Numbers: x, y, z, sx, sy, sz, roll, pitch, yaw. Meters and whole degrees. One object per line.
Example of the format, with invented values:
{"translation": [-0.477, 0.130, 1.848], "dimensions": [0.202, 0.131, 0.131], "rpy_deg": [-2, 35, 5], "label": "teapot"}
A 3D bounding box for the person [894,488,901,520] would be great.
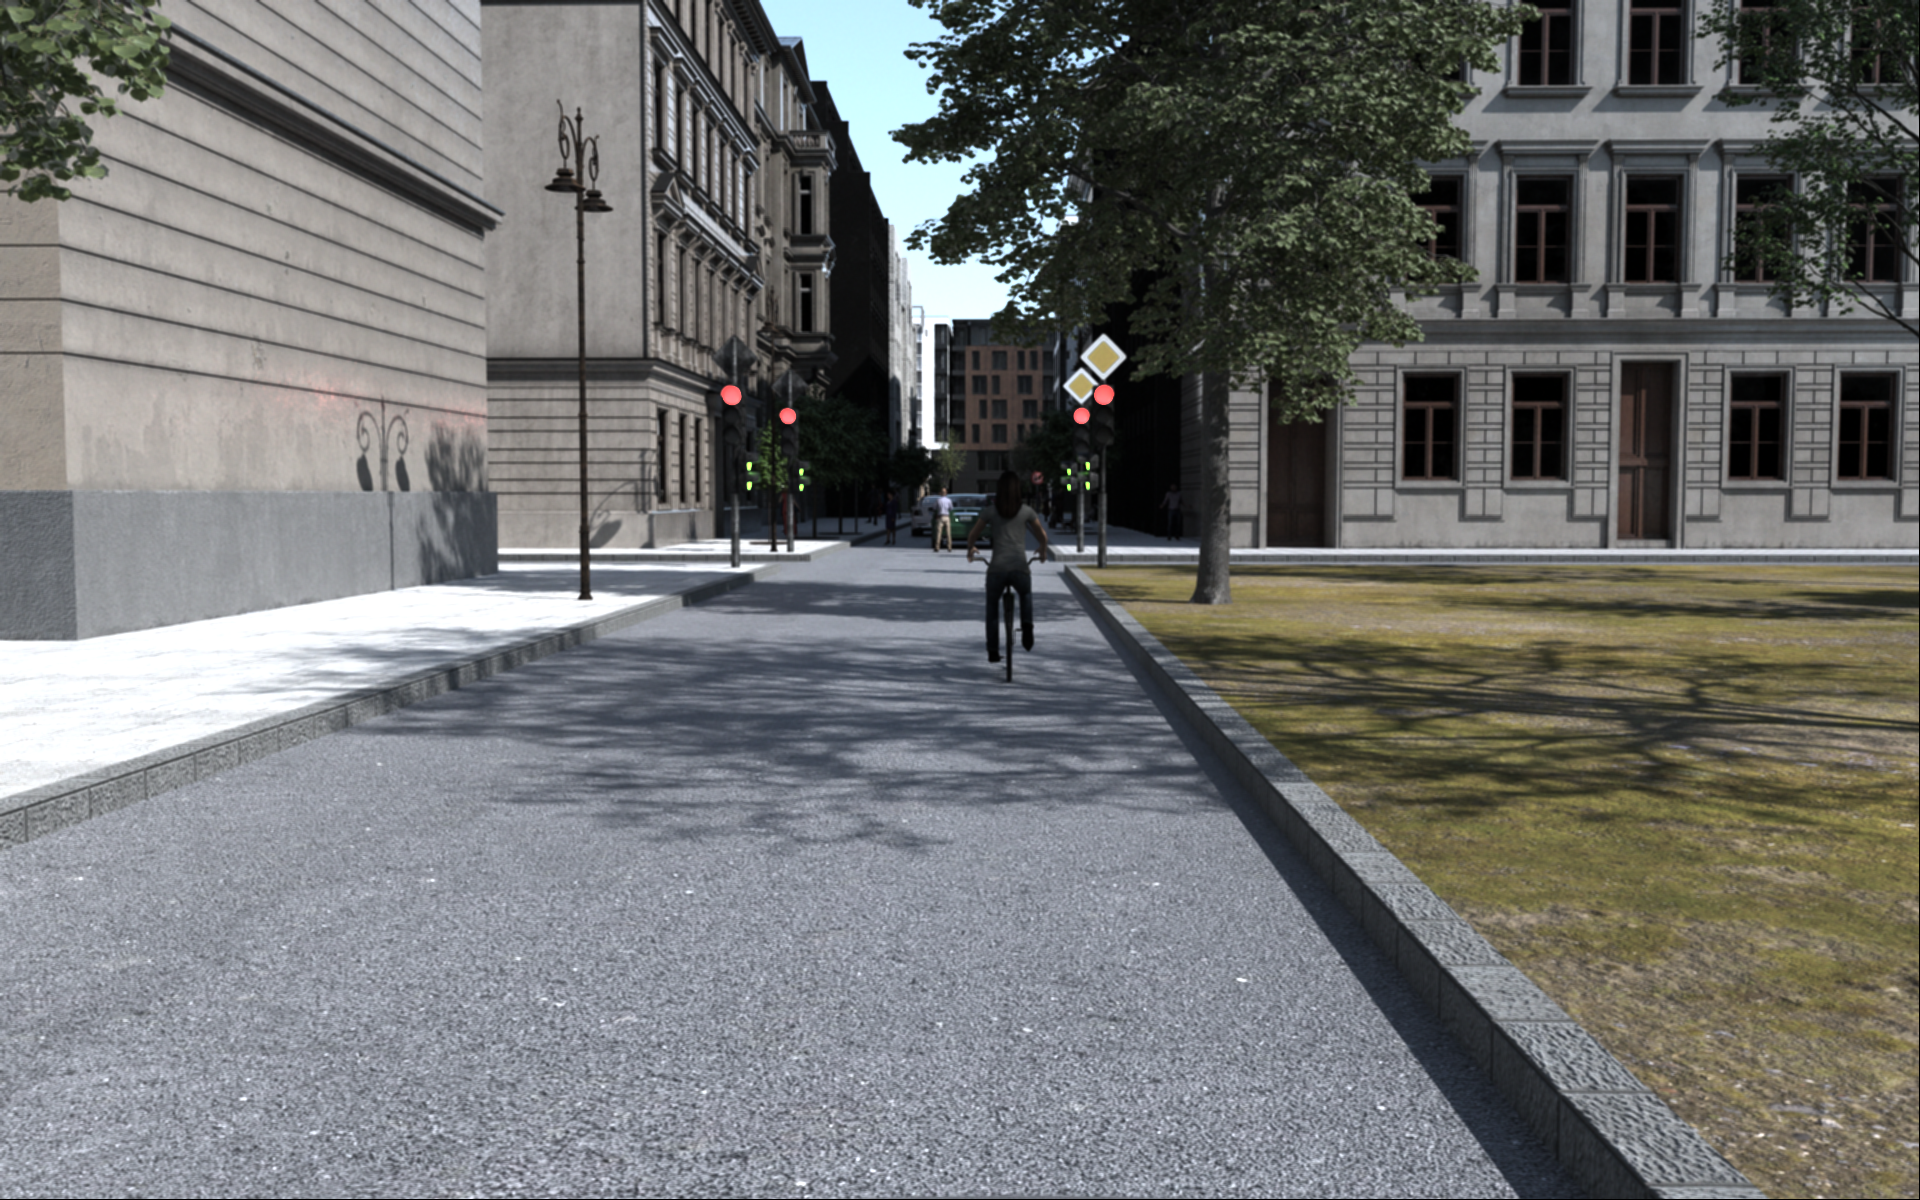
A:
{"translation": [-3.244, -4.854, 87.361], "dimensions": [0.435, 1.587, 0.963], "rpy_deg": [-3, 4, -37], "label": "person"}

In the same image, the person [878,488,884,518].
{"translation": [-4.222, -5.206, 92.857], "dimensions": [0.444, 1.614, 0.593], "rpy_deg": [2, 4, 28], "label": "person"}

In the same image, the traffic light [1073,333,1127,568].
{"translation": [2.455, -2.495, 30.040], "dimensions": [0.839, 4.213, 0.868], "rpy_deg": [0, 4, 1], "label": "traffic light"}

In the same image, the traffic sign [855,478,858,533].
{"translation": [-3.448, -3.510, 57.501], "dimensions": [0.768, 2.556, 0.104], "rpy_deg": [0, 4, 8], "label": "traffic sign"}

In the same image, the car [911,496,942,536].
{"translation": [-0.693, -2.926, 60.200], "dimensions": [2.083, 1.381, 4.827], "rpy_deg": [0, 4, 1], "label": "car"}

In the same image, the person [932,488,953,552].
{"translation": [-0.430, -1.986, 43.031], "dimensions": [0.516, 1.574, 0.319], "rpy_deg": [-1, 4, -9], "label": "person"}

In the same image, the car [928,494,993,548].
{"translation": [0.170, -2.160, 47.119], "dimensions": [2.131, 1.459, 4.920], "rpy_deg": [0, 4, 1], "label": "car"}

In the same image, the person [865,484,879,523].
{"translation": [-3.972, -4.354, 77.674], "dimensions": [0.568, 1.767, 0.683], "rpy_deg": [3, 4, 37], "label": "person"}

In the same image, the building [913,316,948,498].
{"translation": [-17.357, -22.579, 213.144], "dimensions": [32.646, 21.610, 27.936], "rpy_deg": [0, 4, 1], "label": "building"}

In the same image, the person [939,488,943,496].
{"translation": [-1.555, -8.740, 148.958], "dimensions": [0.705, 1.821, 1.348], "rpy_deg": [1, 4, 21], "label": "person"}

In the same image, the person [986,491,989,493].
{"translation": [2.716, -9.500, 164.547], "dimensions": [0.721, 1.743, 1.217], "rpy_deg": [1, 4, 23], "label": "person"}

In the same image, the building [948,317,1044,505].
{"translation": [15.566, -22.530, 212.337], "dimensions": [32.646, 21.610, 27.936], "rpy_deg": [0, 4, 1], "label": "building"}

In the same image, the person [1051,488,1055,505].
{"translation": [6.864, -7.289, 126.003], "dimensions": [0.721, 1.735, 1.217], "rpy_deg": [0, 4, -2], "label": "person"}

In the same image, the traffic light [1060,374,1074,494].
{"translation": [2.632, -2.983, 38.023], "dimensions": [0.839, 4.213, 0.868], "rpy_deg": [0, 4, 1], "label": "traffic light"}

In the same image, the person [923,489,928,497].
{"translation": [-3.004, -8.923, 151.559], "dimensions": [0.705, 1.869, 1.348], "rpy_deg": [1, 4, 13], "label": "person"}

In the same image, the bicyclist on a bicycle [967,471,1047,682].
{"translation": [0.381, -0.223, 13.670], "dimensions": [1.499, 1.676, 1.625], "rpy_deg": [0, 4, 2], "label": "bicyclist on a bicycle"}

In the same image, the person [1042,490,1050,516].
{"translation": [5.000, -5.600, 100.069], "dimensions": [0.387, 1.526, 0.523], "rpy_deg": [2, 4, 31], "label": "person"}

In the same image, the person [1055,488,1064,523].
{"translation": [4.397, -4.159, 76.317], "dimensions": [0.388, 1.546, 0.482], "rpy_deg": [-2, 4, -26], "label": "person"}

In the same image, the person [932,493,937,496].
{"translation": [-2.573, -10.010, 169.568], "dimensions": [0.599, 1.838, 0.709], "rpy_deg": [3, 4, 37], "label": "person"}

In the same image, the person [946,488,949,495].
{"translation": [-1.216, -9.359, 159.032], "dimensions": [0.705, 1.831, 1.348], "rpy_deg": [0, 4, 2], "label": "person"}

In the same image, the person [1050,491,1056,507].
{"translation": [5.880, -6.247, 110.880], "dimensions": [0.600, 1.496, 0.574], "rpy_deg": [0, 4, 4], "label": "person"}

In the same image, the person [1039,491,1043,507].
{"translation": [7.738, -10.007, 170.382], "dimensions": [0.721, 1.743, 1.217], "rpy_deg": [3, 5, 43], "label": "person"}

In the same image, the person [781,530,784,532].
{"translation": [-5.933, -3.109, 58.935], "dimensions": [0.319, 1.574, 0.516], "rpy_deg": [1, 4, 9], "label": "person"}

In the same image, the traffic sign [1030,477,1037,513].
{"translation": [4.384, -6.025, 98.614], "dimensions": [0.768, 2.556, 0.104], "rpy_deg": [0, 4, 7], "label": "traffic sign"}

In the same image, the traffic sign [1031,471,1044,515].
{"translation": [4.246, -5.773, 94.490], "dimensions": [0.768, 2.556, 0.104], "rpy_deg": [0, 4, 5], "label": "traffic sign"}

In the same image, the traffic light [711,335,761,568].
{"translation": [-3.906, -2.503, 30.165], "dimensions": [0.839, 4.213, 0.868], "rpy_deg": [0, 4, 1], "label": "traffic light"}

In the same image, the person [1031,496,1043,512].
{"translation": [5.660, -7.183, 126.714], "dimensions": [0.991, 1.433, 0.599], "rpy_deg": [0, 4, 1], "label": "person"}

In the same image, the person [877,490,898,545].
{"translation": [-2.026, -2.328, 48.927], "dimensions": [0.453, 1.535, 0.546], "rpy_deg": [2, 4, 26], "label": "person"}

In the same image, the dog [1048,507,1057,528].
{"translation": [3.564, -3.089, 64.888], "dimensions": [0.513, 0.831, 0.800], "rpy_deg": [2, 4, 30], "label": "dog"}

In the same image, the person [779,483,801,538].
{"translation": [-4.905, -2.576, 49.867], "dimensions": [0.593, 1.614, 0.444], "rpy_deg": [2, 4, 34], "label": "person"}

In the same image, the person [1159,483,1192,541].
{"translation": [5.878, -2.422, 47.608], "dimensions": [0.963, 1.587, 0.435], "rpy_deg": [-1, 4, -14], "label": "person"}

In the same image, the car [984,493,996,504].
{"translation": [2.142, -6.613, 117.166], "dimensions": [2.155, 1.783, 4.494], "rpy_deg": [0, 4, 0], "label": "car"}

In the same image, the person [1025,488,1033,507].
{"translation": [6.151, -9.058, 154.161], "dimensions": [0.705, 1.821, 1.348], "rpy_deg": [3, 4, 37], "label": "person"}

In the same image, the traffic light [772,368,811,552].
{"translation": [-3.728, -2.991, 38.148], "dimensions": [0.839, 4.213, 0.868], "rpy_deg": [0, 4, 1], "label": "traffic light"}

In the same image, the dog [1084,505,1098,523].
{"translation": [5.713, -3.826, 76.932], "dimensions": [0.513, 0.831, 0.800], "rpy_deg": [-3, 5, -43], "label": "dog"}
